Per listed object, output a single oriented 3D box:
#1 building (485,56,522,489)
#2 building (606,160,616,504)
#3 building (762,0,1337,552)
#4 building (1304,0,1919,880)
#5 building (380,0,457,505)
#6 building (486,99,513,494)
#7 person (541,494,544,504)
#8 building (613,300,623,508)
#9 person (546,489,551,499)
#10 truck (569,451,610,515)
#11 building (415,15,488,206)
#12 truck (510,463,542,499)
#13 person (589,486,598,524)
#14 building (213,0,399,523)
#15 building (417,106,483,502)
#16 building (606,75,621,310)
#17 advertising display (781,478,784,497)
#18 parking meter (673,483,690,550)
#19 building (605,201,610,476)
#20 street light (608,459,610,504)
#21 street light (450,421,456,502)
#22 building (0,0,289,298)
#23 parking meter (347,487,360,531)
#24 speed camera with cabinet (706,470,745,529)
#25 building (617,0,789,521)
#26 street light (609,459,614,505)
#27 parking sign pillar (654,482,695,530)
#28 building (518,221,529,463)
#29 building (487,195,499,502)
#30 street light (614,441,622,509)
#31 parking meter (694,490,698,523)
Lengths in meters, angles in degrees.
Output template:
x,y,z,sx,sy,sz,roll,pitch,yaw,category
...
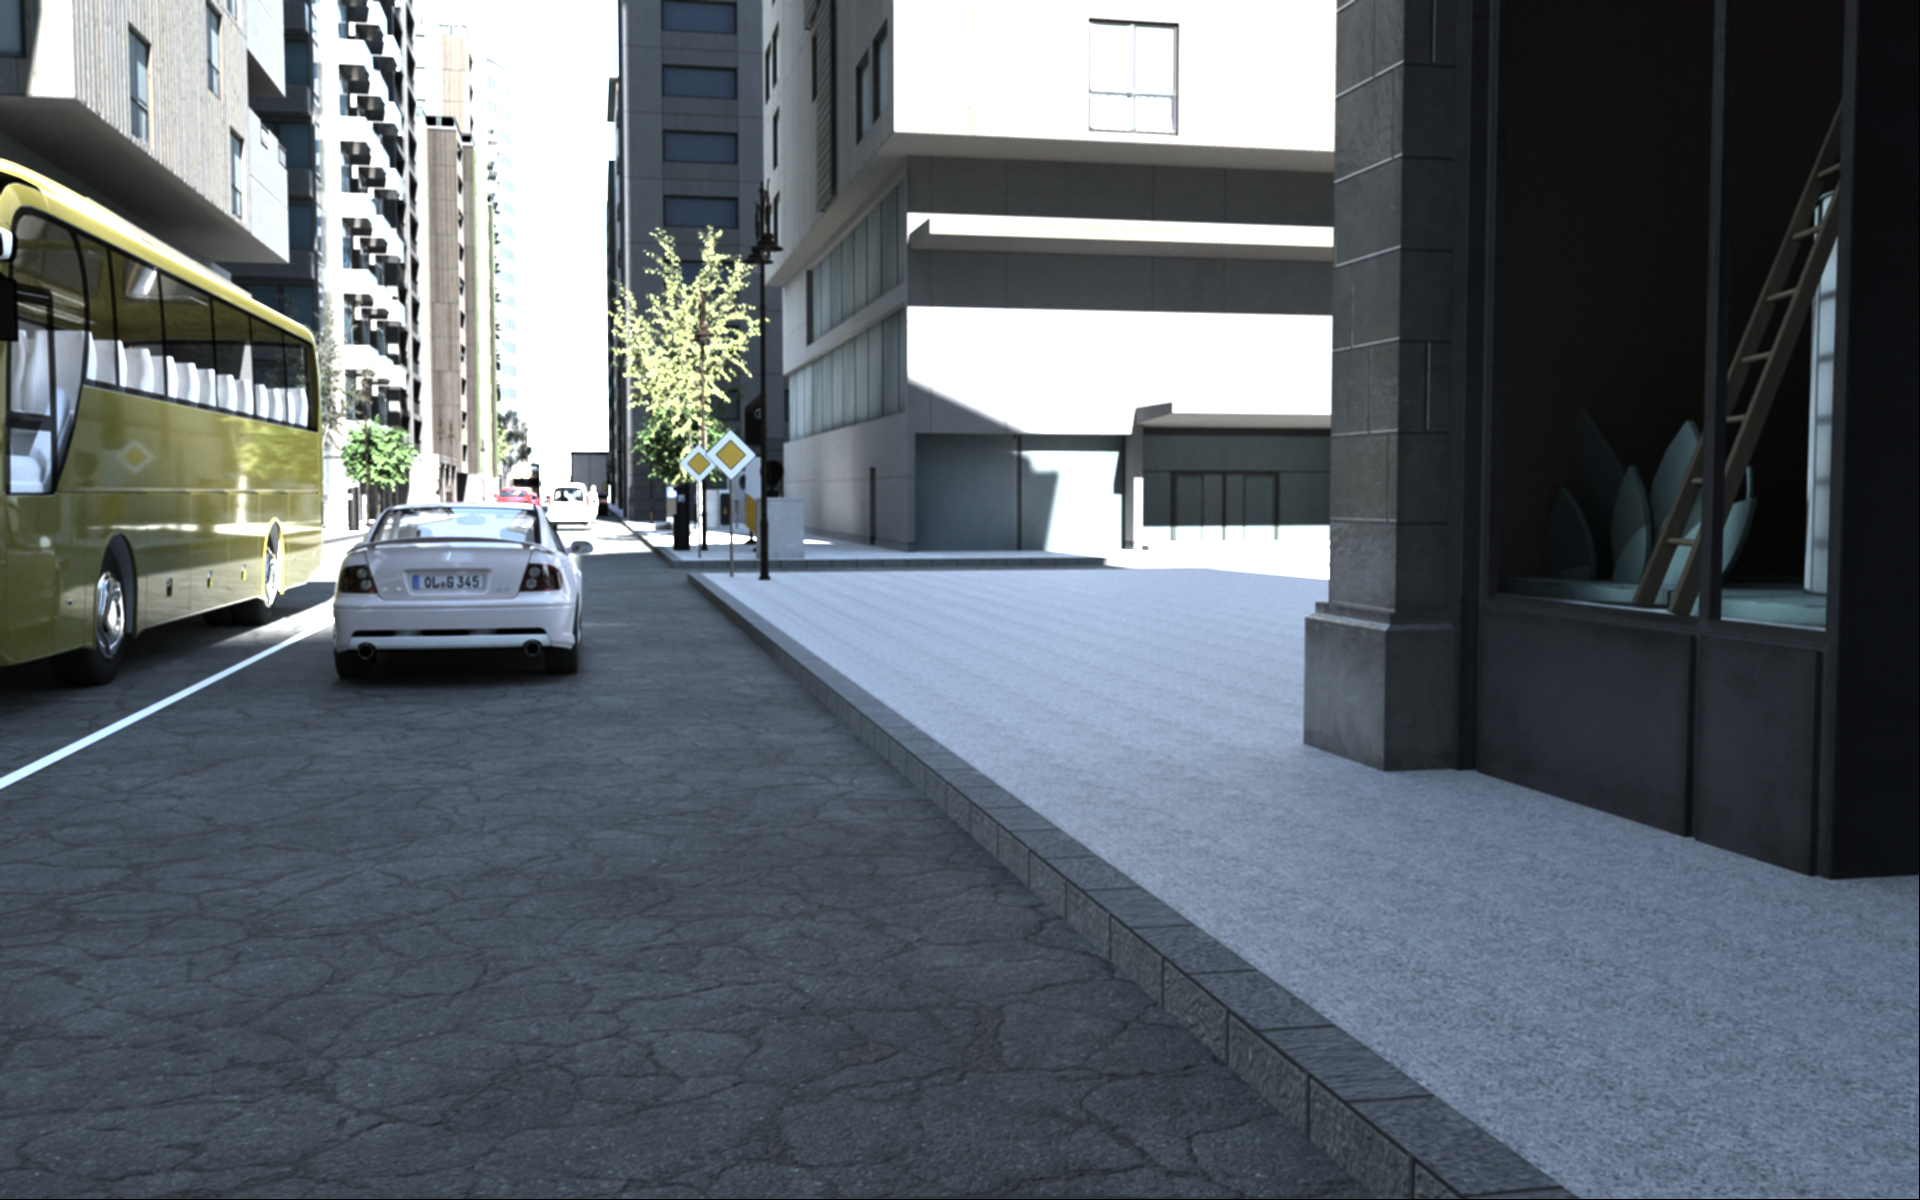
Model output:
x,y,z,sx,sy,sz,roll,pitch,yaw,category
-69.482,-41.986,228.465,21.231,58.520,28.212,-1,4,-12,building
-37.872,-37.722,240.463,21.300,48.544,21.600,-1,4,-12,building
8.516,-28.179,49.968,27.495,52.752,28.713,-1,4,-12,building
6.380,-9.600,7.865,10.553,20.767,40.483,-1,4,-12,building
-44.159,-41.228,112.324,20.563,71.187,20.611,-1,4,-12,building
-64.267,-35.447,199.165,23.786,49.044,30.456,-1,4,-12,building
-57.837,-13.983,240.337,0.599,1.433,0.991,3,5,43,person
-19.949,-19.974,171.611,27.650,21.520,28.899,-1,4,-12,building
-35.799,-8.705,150.690,0.599,1.838,0.709,-2,4,-24,person
-25.412,-7.950,118.892,2.839,4.237,11.283,-1,4,-12,truck
-47.048,-28.216,144.930,14.154,41.232,14.086,-1,4,-12,building
-40.053,-10.468,160.068,2.839,4.237,11.283,-1,4,-14,truck
-17.695,-4.598,83.552,0.514,1.842,0.818,1,4,13,person
-39.879,-28.453,84.818,23.786,49.044,30.456,-1,4,-12,building
-44.178,-22.005,131.483,14.160,30.474,14.107,-1,4,-12,building
-29.233,-38.389,216.894,28.713,52.752,27.495,-1,4,-12,building
-6.725,-3.931,69.493,0.974,1.923,0.123,-3,4,-36,advertising display
-6.361,-1.904,39.540,0.372,1.533,0.369,0,3,0,parking meter
-45.541,-37.194,258.233,14.600,45.320,14.200,-1,4,-12,building
-39.357,-13.658,196.094,0.468,5.910,1.993,-1,4,-12,street light
-31.556,-8.239,107.502,0.468,5.910,1.993,-1,4,-12,street light
-32.311,-27.634,41.050,28.713,52.752,27.495,-1,4,-12,building
-20.885,-3.132,59.623,0.372,1.533,0.369,0,3,0,parking meter
-8.615,-4.273,64.196,0.660,3.252,2.038,2,4,27,speed camera with cabinet
-8.227,-33.851,95.456,21.231,58.520,28.212,-1,4,-12,building
-36.416,-12.834,182.623,0.468,5.910,1.993,-1,4,-12,street light
-10.256,-4.508,62.175,1.447,3.967,1.447,0,4,-1,parking sign pillar
-70.000,-34.674,250.511,14.154,41.232,14.086,-1,4,-12,building
-50.136,-23.687,158.988,14.160,30.474,14.107,-1,4,-12,building
-29.248,-10.767,148.833,0.468,5.910,1.993,-1,4,-12,street light
-11.589,-4.175,76.677,0.372,1.533,0.369,0,3,0,parking meter
